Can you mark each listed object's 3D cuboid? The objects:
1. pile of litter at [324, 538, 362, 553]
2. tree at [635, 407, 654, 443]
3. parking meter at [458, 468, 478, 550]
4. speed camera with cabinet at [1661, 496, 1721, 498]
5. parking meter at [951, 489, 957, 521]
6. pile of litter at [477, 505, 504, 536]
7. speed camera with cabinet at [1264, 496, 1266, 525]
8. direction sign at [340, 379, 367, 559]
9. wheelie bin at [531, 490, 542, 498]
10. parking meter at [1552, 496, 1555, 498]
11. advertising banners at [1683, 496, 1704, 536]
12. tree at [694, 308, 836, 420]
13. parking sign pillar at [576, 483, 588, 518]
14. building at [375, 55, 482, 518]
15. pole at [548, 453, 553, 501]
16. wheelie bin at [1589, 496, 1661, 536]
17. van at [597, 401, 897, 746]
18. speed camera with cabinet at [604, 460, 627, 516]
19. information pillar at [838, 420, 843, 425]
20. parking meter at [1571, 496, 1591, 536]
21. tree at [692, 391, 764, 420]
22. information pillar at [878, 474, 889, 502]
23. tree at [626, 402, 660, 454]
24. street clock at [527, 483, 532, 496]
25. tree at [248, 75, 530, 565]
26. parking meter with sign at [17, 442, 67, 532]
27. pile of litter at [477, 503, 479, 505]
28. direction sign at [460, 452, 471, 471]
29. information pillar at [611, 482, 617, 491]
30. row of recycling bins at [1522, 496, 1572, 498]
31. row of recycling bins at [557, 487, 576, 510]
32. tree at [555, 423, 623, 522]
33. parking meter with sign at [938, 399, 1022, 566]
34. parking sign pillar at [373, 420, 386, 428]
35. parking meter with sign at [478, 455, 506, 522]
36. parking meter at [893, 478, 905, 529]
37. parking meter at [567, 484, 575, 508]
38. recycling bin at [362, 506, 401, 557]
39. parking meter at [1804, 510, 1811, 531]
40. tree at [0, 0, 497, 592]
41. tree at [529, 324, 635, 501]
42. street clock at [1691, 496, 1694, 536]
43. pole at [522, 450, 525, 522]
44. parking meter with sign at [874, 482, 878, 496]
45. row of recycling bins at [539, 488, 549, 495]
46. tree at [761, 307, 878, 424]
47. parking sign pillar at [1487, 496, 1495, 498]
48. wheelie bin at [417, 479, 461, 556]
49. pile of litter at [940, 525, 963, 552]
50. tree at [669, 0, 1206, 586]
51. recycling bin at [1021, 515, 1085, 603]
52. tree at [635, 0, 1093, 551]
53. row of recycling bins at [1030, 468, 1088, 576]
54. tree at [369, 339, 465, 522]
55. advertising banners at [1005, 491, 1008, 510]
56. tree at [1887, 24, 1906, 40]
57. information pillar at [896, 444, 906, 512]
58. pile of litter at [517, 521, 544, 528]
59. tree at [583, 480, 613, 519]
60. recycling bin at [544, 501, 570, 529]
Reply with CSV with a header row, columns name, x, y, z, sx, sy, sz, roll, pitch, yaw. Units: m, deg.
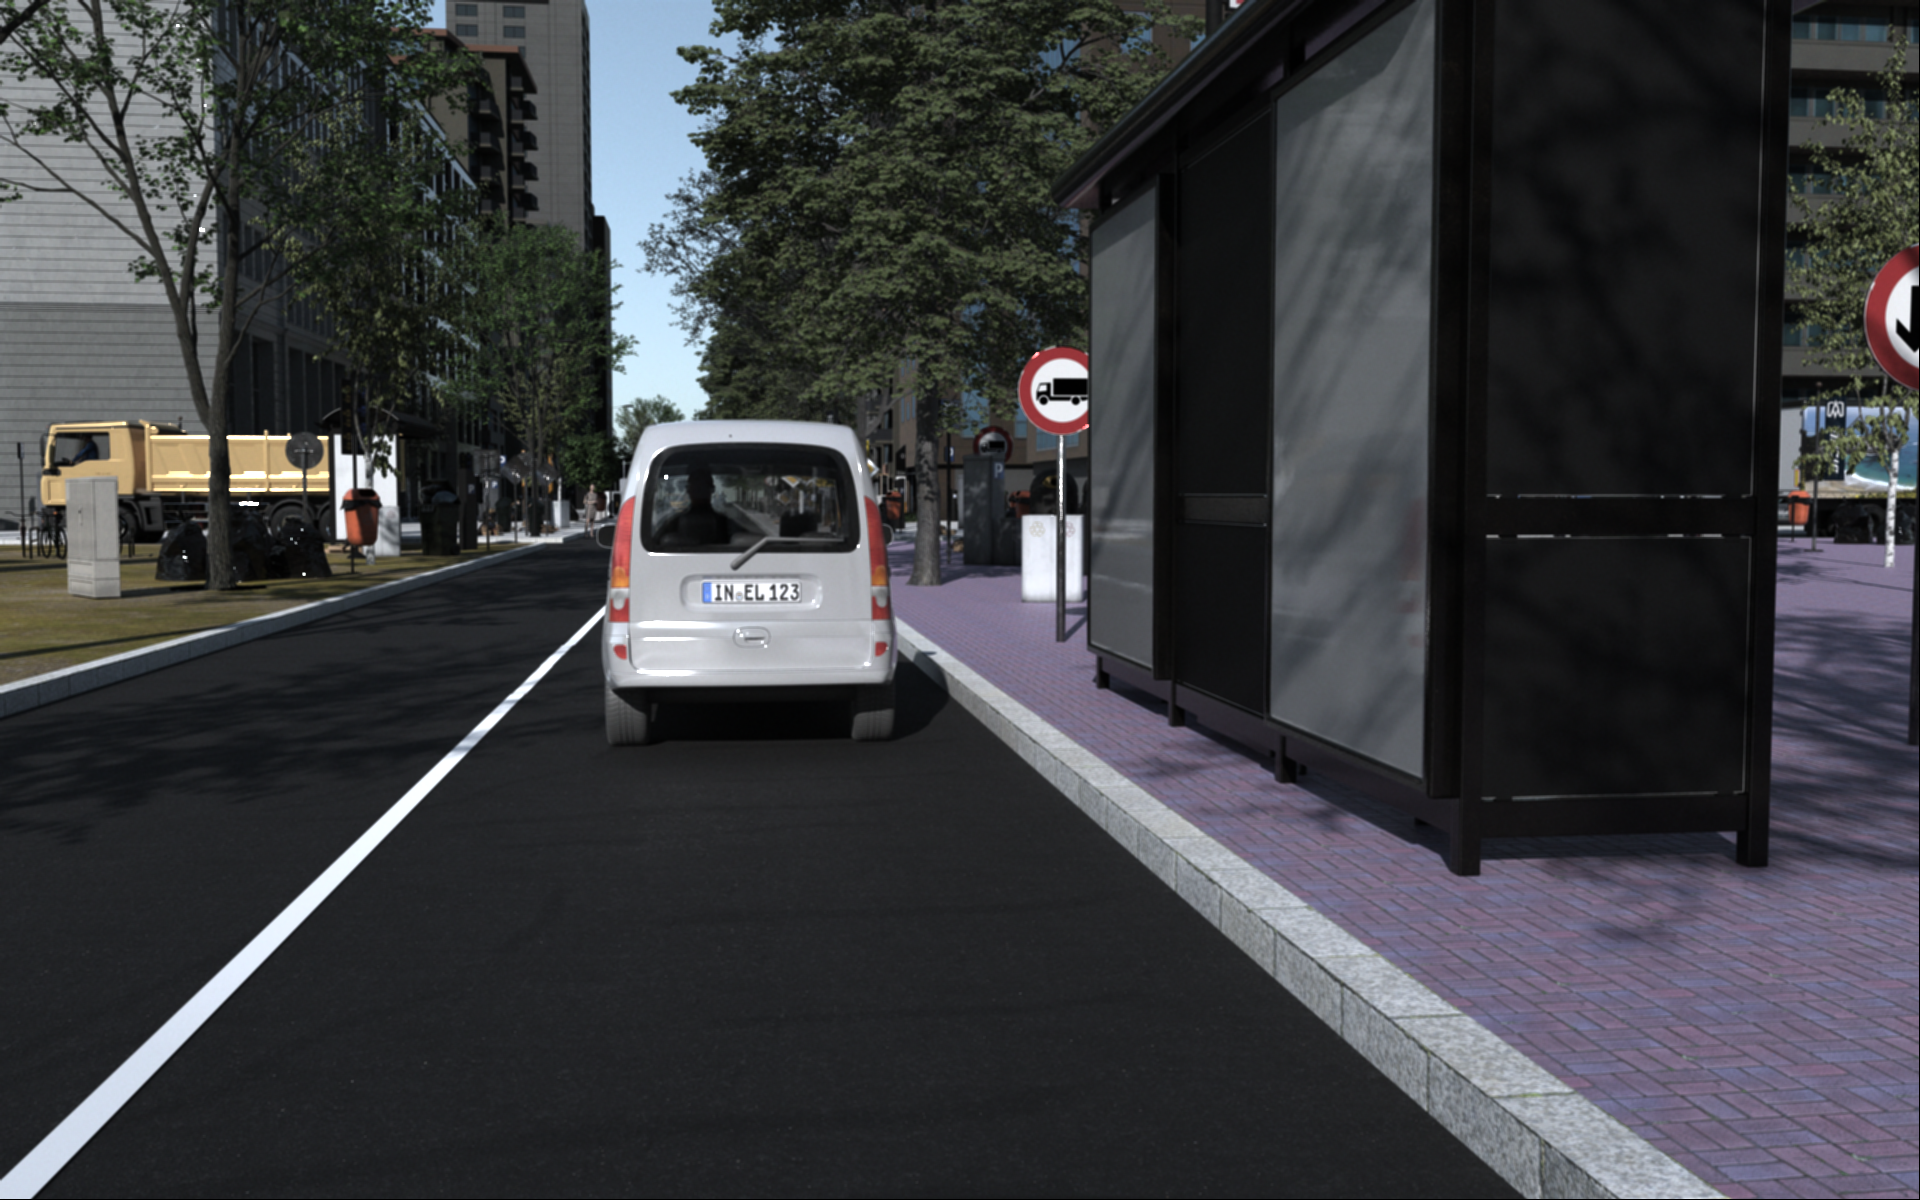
name,x,y,z,sx,sy,sz,roll,pitch,yaw
pile of litter,-13.234,-1.457,37.784,1.176,0.858,1.719,-3,5,-41
tree,-27.244,-11.921,145.268,4.737,8.622,4.395,0,3,0
parking meter,-11.297,-2.083,39.771,0.255,1.863,0.399,2,4,29
speed camera with cabinet,26.592,-4.201,63.014,0.660,3.252,2.038,-3,4,-37
parking meter,-0.303,-4.458,81.300,0.372,1.533,0.369,0,3,0
pile of litter,-14.825,-2.438,53.825,1.176,0.858,1.719,-2,4,-28
speed camera with cabinet,7.970,-3.071,44.554,2.038,3.252,0.660,-3,4,-38
direction sign,-12.060,-2.601,34.519,0.379,3.537,0.876,1,4,13
wheelie bin,-27.792,-6.472,113.732,0.980,1.594,0.693,3,4,36
parking meter,26.605,-4.211,77.257,0.372,1.533,0.369,0,3,0
advertising banners,16.035,-2.536,37.644,0.090,3.025,2.074,3,4,38
tree,-12.216,-12.373,108.955,9.857,13.997,8.962,0,3,0
parking sign pillar,-19.717,-6.324,91.868,1.447,3.967,1.447,1,4,19
building,-41.542,-18.420,105.682,19.350,26.468,34.151,0,4,-8
pole,-20.439,-5.667,86.506,0.158,3.312,0.155,0,3,0
wheelie bin,8.235,-0.833,21.536,0.693,1.594,0.980,-2,4,-25
van,-1.386,-0.262,11.300,2.013,2.044,4.112,0,4,-8
speed camera with cabinet,-19.762,-6.491,100.456,0.660,3.252,2.038,2,4,28
information pillar,-3.582,-3.792,53.357,0.504,3.616,0.183,0,4,1
parking meter,9.836,-1.157,27.331,0.372,1.533,0.369,0,3,0
tree,-34.799,-25.124,266.667,12.611,20.169,13.585,0,3,0
information pillar,-2.856,-3.670,64.490,0.304,2.012,0.304,-2,4,-25
tree,-24.827,-11.465,137.807,4.360,8.622,3.978,0,3,0
street clock,-26.621,-6.276,107.176,0.471,2.002,0.358,-3,5,-44
tree,-10.514,-4.955,31.371,4.737,8.622,4.395,0,3,0
parking meter with sign,-30.889,-3.821,58.732,1.738,3.016,0.543,-1,4,-18
pile of litter,-28.462,-5.431,102.769,1.176,0.858,1.719,0,4,-3
direction sign,-26.819,-6.240,94.025,0.379,3.537,0.876,1,4,19
information pillar,-21.046,-6.157,105.166,0.304,2.012,0.304,1,4,15
row of recycling bins,27.078,-4.426,79.482,3.534,1.692,1.069,-2,4,-26
row of recycling bins,-24.105,-6.136,107.439,1.069,1.692,3.534,-2,4,-30
tree,-16.973,-5.864,79.592,4.285,4.588,4.351,0,3,0
parking meter with sign,0.430,-2.149,31.390,1.738,3.016,0.543,3,5,39
parking sign pillar,-18.643,-4.042,54.554,1.447,3.967,1.447,0,4,4
parking meter with sign,-21.207,-5.019,78.324,1.738,3.016,0.543,3,5,43
parking meter,-2.222,-3.524,63.337,0.255,1.863,0.399,3,5,41
parking meter,-23.346,-6.007,103.922,0.255,1.863,0.399,2,4,28
recycling bin,-11.900,-1.409,35.596,0.722,1.027,0.722,-1,4,-22
parking meter,29.231,-3.126,59.516,0.372,1.533,0.369,0,3,0
tree,-9.991,-5.932,22.750,9.928,11.665,9.643,0,3,0
tree,-17.024,-7.484,72.732,4.737,8.622,4.395,0,3,0
street clock,16.700,-2.135,39.474,0.471,2.002,0.358,1,4,11
pole,-20.238,-5.294,80.403,0.158,3.312,0.155,0,3,0
parking meter with sign,-5.146,-7.069,111.839,1.738,3.016,0.543,1,4,13
row of recycling bins,-28.700,-6.892,119.794,1.069,1.692,3.534,-1,4,-10
tree,-5.034,-6.713,60.125,4.360,8.622,3.978,0,3,0
parking sign pillar,36.090,-7.946,118.384,1.447,3.967,1.447,-1,4,-8
wheelie bin,-10.793,-1.712,35.907,0.980,1.594,0.693,2,4,28
pile of litter,0.311,-1.519,38.805,1.719,0.858,1.176,-3,4,-37
tree,-0.385,-6.503,24.451,7.486,12.596,7.792,0,3,0
recycling bin,1.122,-0.504,20.795,0.722,1.027,0.722,0,4,6
tree,-2.124,-7.872,39.085,12.009,13.543,11.850,0,3,0
row of recycling bins,2.655,-1.221,27.071,3.534,1.692,1.069,2,4,33
tree,-24.813,-7.840,78.549,4.360,8.622,3.978,0,3,0
advertising banners,1.480,-4.295,66.418,0.090,3.025,2.074,1,4,21
tree,12.416,-4.340,21.318,4.737,8.622,4.395,0,3,0
information pillar,-2.773,-5.510,81.441,0.504,3.616,0.183,-1,4,-22
pile of litter,-16.426,-3.249,67.083,1.719,0.858,1.176,-3,5,-40
tree,-18.407,-5.690,87.635,1.663,3.219,1.824,0,3,0
recycling bin,-15.062,-3.189,64.700,0.722,1.027,0.722,1,4,18
